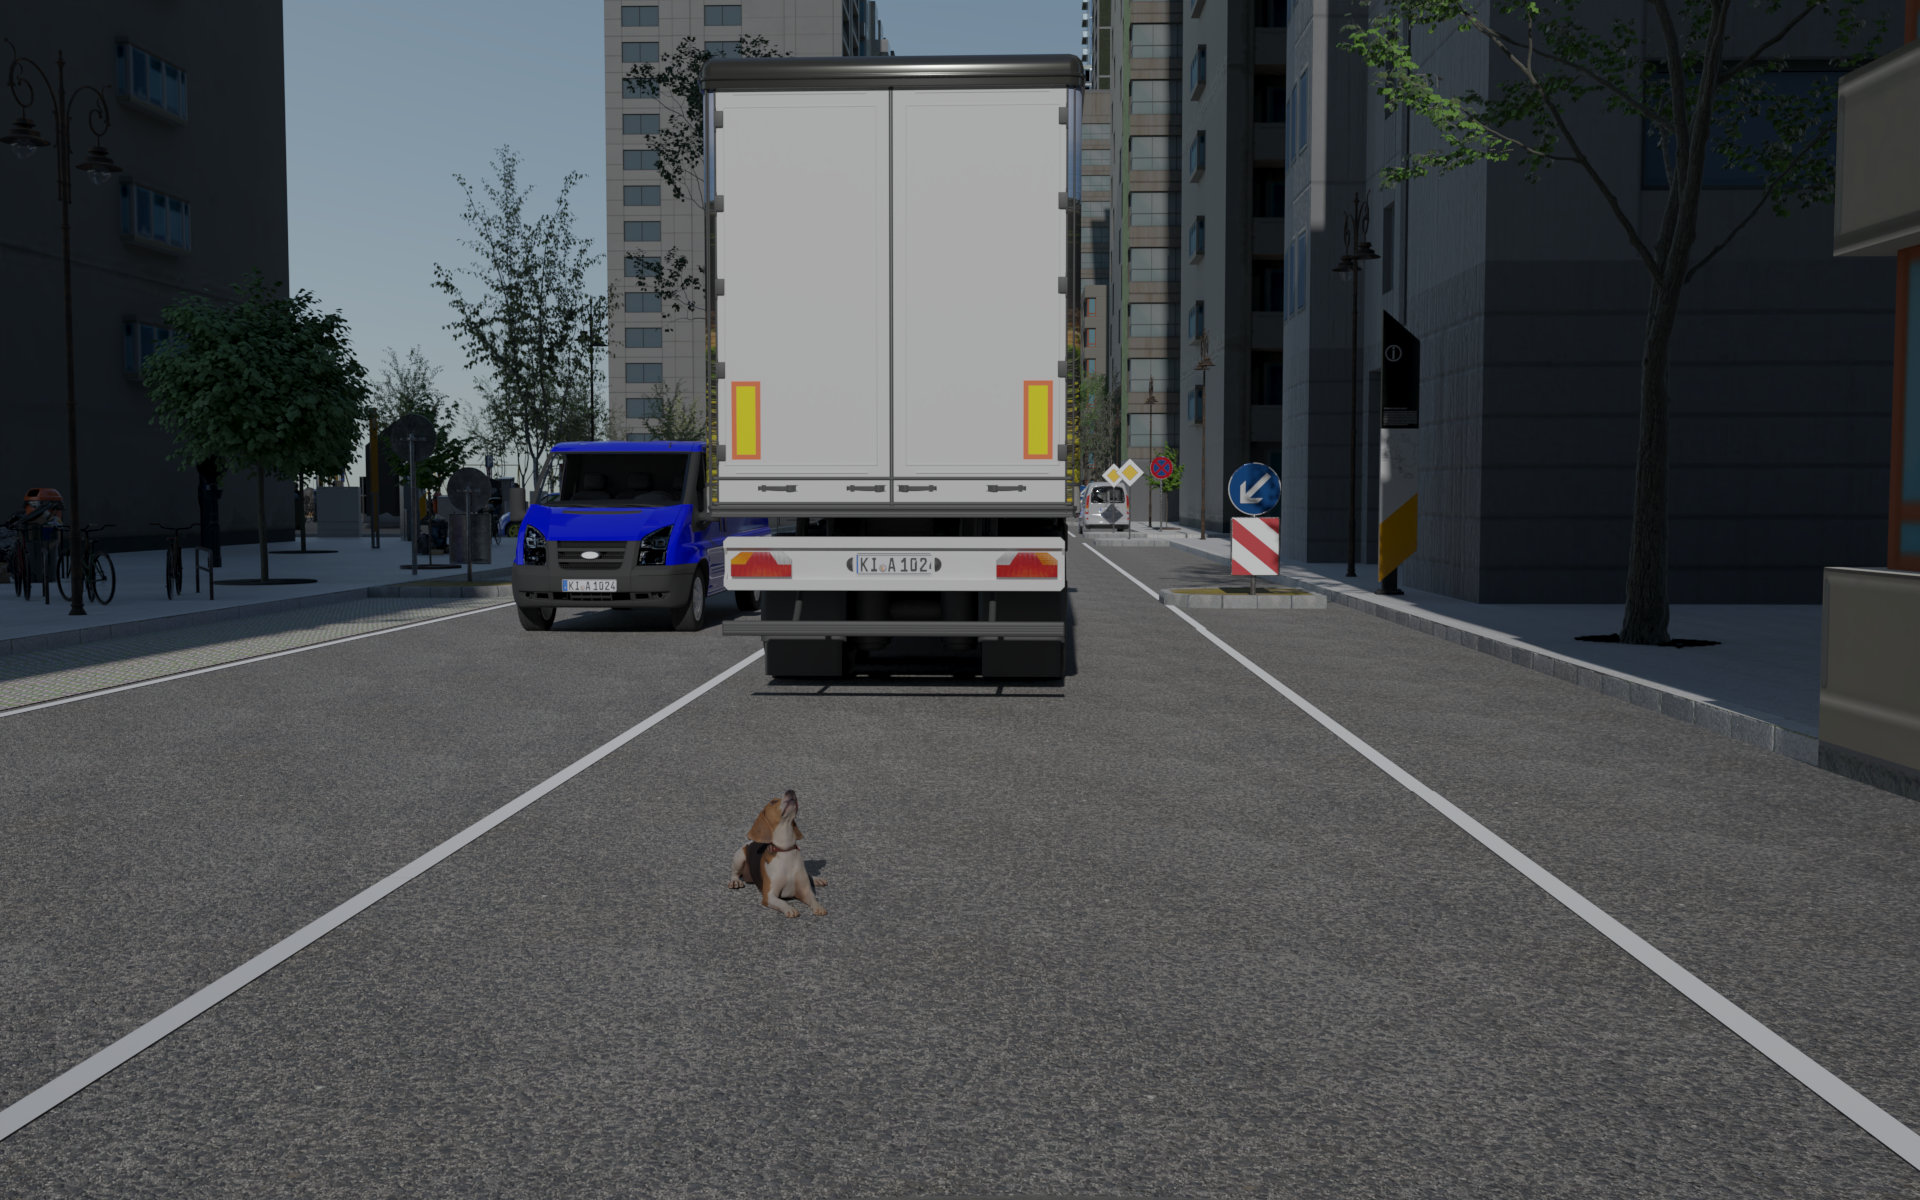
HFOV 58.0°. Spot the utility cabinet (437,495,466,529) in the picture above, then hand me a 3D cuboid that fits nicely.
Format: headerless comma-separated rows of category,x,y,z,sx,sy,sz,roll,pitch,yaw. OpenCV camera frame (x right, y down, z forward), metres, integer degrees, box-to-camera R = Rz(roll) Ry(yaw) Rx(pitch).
utility cabinet,-18.763,-3.228,63.944,1.020,1.237,0.306,1,4,14

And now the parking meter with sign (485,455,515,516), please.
parking meter with sign,-20.376,-4.982,77.709,1.738,3.016,0.543,1,4,15

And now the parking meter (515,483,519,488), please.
parking meter,-22.681,-5.060,88.447,0.255,1.863,0.399,1,4,8

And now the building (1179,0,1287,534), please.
building,19.371,-26.996,65.080,21.600,48.544,21.300,0,4,2

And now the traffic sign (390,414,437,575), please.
traffic sign,-8.690,-1.677,27.525,0.768,2.556,0.104,0,4,5

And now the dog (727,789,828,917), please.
dog,-0.600,0.854,6.237,0.550,0.427,0.748,1,4,22

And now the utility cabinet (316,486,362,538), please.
utility cabinet,-17.974,-2.537,50.155,1.173,1.500,0.318,0,4,-4

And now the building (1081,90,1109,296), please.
building,19.117,-30.268,178.477,14.154,41.232,14.086,0,4,2

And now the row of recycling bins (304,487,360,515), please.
row of recycling bins,-37.954,-5.982,104.917,3.534,1.692,1.069,-2,4,-30

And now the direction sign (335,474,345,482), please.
direction sign,-40.100,-7.336,111.932,0.379,3.537,0.876,2,4,28

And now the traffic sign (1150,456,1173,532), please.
traffic sign,6.826,-3.584,58.710,0.768,2.556,0.104,0,4,8

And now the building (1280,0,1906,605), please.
building,16.985,-29.971,32.033,21.231,58.520,28.212,0,4,2

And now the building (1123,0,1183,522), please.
building,14.981,-24.575,85.402,14.154,41.232,14.086,0,4,2

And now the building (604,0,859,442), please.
building,-16.632,-43.049,142.108,20.563,71.187,20.611,0,4,2

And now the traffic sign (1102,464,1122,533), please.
traffic sign,5.051,-3.258,56.903,0.795,2.450,0.064,0,4,2

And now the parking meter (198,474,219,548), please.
parking meter,-17.476,-2.114,40.273,0.399,1.863,0.255,-3,4,-37

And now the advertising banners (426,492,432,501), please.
advertising banners,-27.690,-5.713,89.594,0.090,3.025,2.074,0,4,1

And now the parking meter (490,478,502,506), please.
parking meter,-17.059,-3.547,63.709,0.399,1.863,0.255,0,4,7

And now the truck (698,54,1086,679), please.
truck,-0.169,-1.700,16.716,2.839,4.237,11.283,0,4,3

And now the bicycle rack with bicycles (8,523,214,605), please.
bicycle rack with bicycles,-10.295,-0.471,21.087,2.852,0.926,2.925,-2,4,-28

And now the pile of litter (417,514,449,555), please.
pile of litter,-10.922,-1.408,36.987,1.176,0.858,1.719,3,5,39

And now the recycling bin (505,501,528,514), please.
recycling bin,-15.806,-3.011,61.779,0.722,1.027,0.722,0,4,-5

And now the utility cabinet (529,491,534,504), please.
utility cabinet,-28.943,-6.741,118.901,1.173,1.500,0.318,-1,4,-20

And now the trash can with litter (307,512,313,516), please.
trash can with litter,-37.132,-5.406,99.773,1.055,1.170,0.624,1,4,8

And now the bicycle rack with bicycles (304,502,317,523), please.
bicycle rack with bicycles,-28.939,-3.895,77.063,2.925,0.926,2.852,2,4,34

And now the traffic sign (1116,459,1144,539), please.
traffic sign,4.793,-2.769,48.922,0.795,2.450,0.064,0,4,2

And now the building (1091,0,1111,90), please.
building,23.167,-46.270,194.764,20.563,71.187,20.611,0,4,2

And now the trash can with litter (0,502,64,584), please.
trash can with litter,-13.533,-0.830,24.950,1.055,1.170,0.624,-3,4,-37

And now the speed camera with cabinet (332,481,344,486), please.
speed camera with cabinet,-41.835,-7.575,118.192,2.038,3.252,0.660,1,4,11

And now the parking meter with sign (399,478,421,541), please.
parking meter with sign,-15.202,-3.148,47.724,0.543,3.016,1.738,-2,4,-27

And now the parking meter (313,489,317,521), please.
parking meter,-30.121,-4.450,81.173,0.372,1.533,0.369,0,3,0

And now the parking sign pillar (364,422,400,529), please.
parking sign pillar,-21.550,-4.666,64.760,1.447,3.967,1.447,1,4,17

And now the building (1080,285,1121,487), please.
building,24.605,-19.107,157.439,27.650,21.520,28.899,0,4,2

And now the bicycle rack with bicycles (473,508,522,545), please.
bicycle rack with bicycles,-11.319,-1.825,43.220,2.852,0.926,2.925,0,4,5

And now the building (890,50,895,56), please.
building,-15.491,-34.896,194.254,21.300,48.544,21.600,0,4,2

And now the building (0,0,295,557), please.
building,-28.888,-25.173,35.276,21.600,48.544,21.300,0,4,2

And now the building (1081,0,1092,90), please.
building,25.379,-57.447,251.933,22.319,86.520,31.000,0,4,2

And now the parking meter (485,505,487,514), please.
parking meter,-27.684,-5.701,101.622,0.372,1.533,0.369,0,3,0

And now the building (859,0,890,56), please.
building,-17.452,-33.560,168.309,23.786,49.044,30.456,0,4,2

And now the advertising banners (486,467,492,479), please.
advertising banners,-28.807,-6.850,108.181,2.074,3.025,0.090,2,4,27

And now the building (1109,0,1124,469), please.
building,24.267,-32.274,116.918,28.713,52.752,27.495,0,4,2

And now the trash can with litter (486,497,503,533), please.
trash can with litter,-15.488,-2.804,57.227,0.624,1.170,1.055,-2,4,-31
